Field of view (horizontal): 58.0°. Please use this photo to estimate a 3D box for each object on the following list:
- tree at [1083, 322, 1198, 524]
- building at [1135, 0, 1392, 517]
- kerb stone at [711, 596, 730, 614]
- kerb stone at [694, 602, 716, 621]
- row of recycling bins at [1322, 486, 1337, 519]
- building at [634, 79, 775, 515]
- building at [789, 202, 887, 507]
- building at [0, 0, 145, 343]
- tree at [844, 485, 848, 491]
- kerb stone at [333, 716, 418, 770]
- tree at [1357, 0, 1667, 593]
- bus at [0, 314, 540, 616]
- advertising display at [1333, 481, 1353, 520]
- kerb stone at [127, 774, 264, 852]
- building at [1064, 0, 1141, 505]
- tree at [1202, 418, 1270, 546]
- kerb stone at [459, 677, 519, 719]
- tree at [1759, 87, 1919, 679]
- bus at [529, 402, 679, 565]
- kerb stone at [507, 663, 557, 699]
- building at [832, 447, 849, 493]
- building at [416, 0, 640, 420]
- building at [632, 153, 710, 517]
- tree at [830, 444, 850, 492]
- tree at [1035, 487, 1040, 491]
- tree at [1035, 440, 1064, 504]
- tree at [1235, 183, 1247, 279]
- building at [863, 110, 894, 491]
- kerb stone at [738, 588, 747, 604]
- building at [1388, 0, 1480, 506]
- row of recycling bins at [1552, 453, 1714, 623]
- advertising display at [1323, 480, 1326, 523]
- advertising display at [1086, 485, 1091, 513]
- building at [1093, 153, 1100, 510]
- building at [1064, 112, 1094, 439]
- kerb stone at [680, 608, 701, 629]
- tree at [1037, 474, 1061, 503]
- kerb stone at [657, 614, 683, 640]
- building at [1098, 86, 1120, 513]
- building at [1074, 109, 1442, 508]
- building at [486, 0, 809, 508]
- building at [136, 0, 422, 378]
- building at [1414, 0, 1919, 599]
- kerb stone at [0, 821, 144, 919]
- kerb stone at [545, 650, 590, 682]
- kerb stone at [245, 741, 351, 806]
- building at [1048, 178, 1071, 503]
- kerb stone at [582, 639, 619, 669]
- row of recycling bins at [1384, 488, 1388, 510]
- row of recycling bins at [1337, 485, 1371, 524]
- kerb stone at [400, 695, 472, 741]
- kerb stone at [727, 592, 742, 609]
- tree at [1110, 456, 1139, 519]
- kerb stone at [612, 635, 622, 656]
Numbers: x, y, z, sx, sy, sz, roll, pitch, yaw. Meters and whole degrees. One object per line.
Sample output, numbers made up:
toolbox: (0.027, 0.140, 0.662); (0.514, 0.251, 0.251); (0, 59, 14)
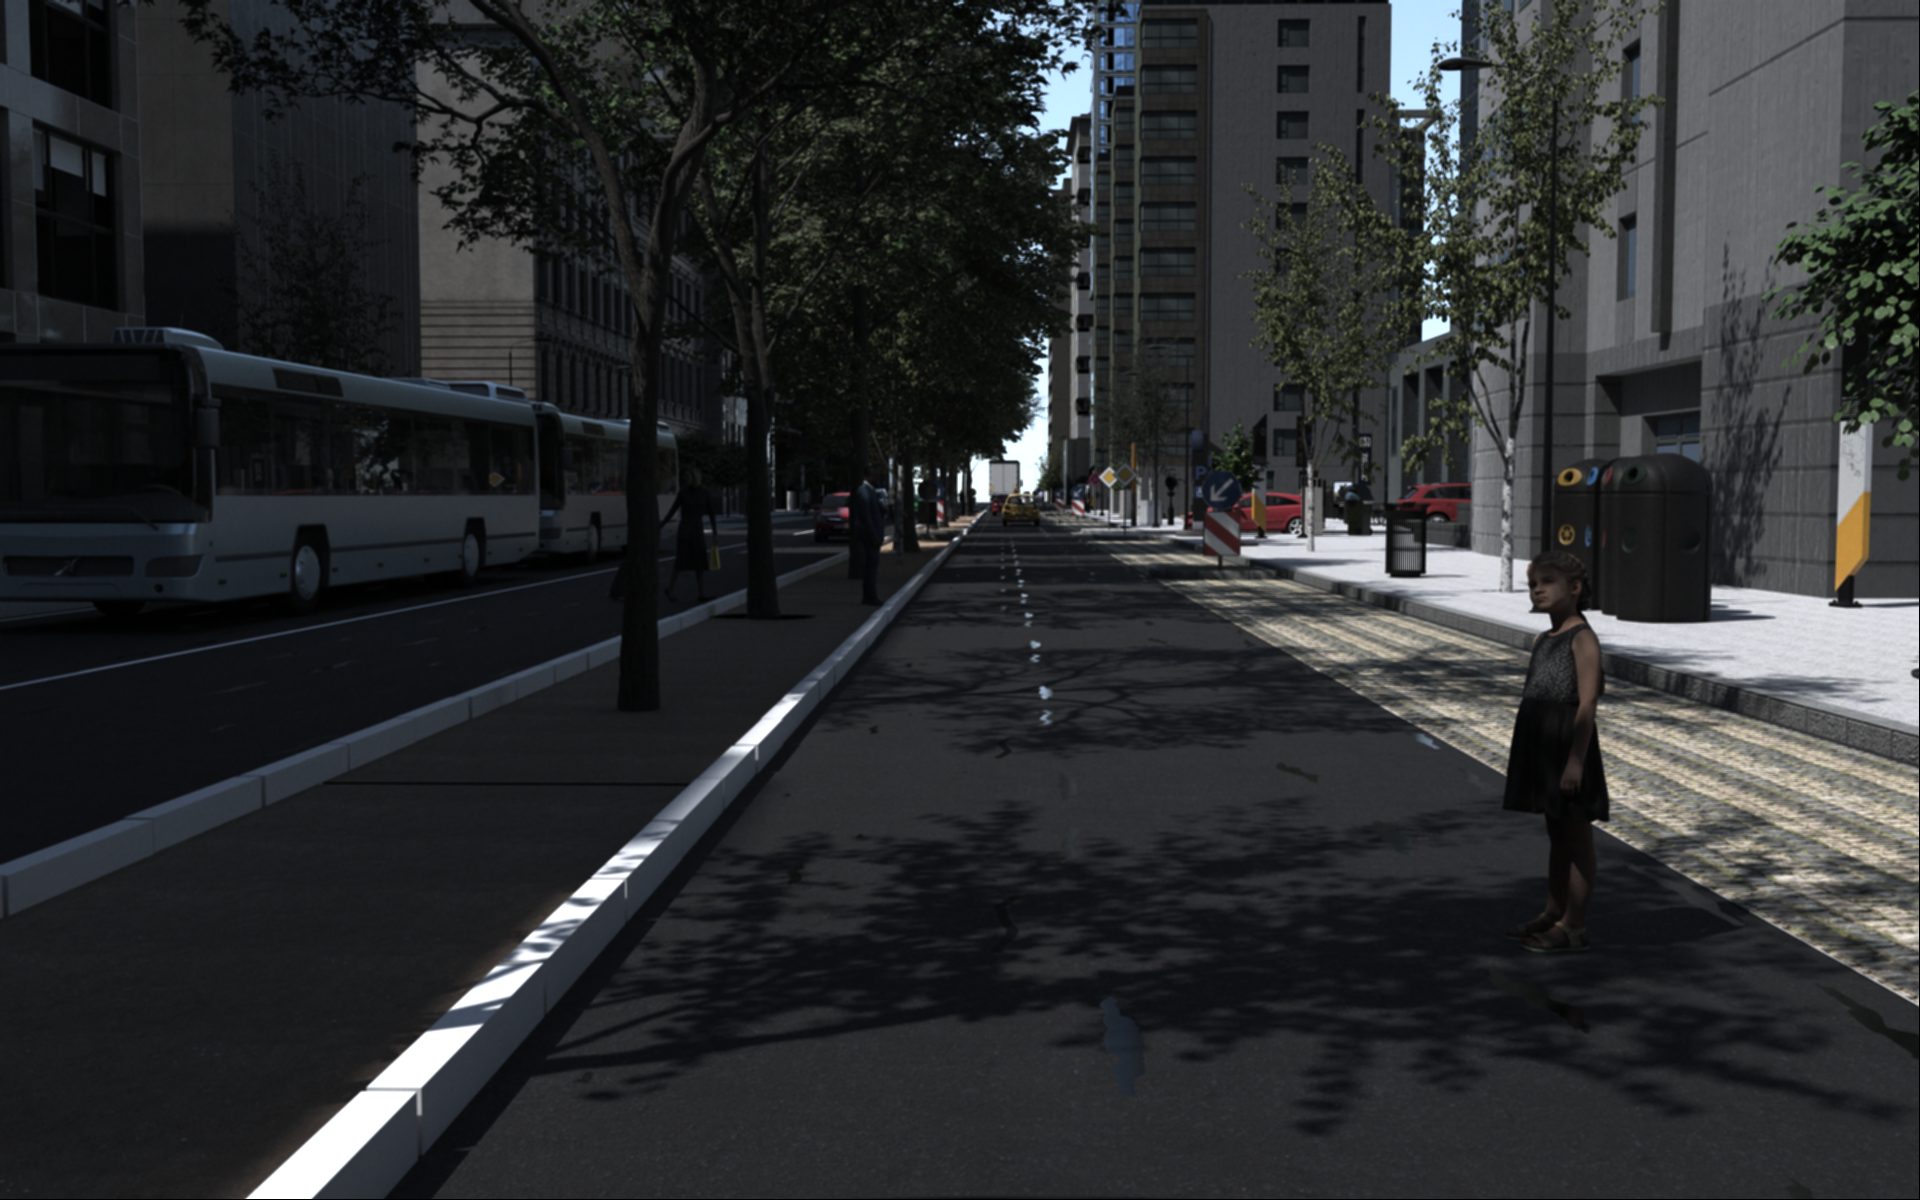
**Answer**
tree: (7.620, -7.581, 74.317); (4.360, 8.622, 3.978); (0, 3, 0)
building: (17.303, -20.316, 103.861); (14.160, 30.474, 14.107); (0, 4, 1)
kerb stone: (-2.915, 0.092, 20.696); (0.120, 0.150, 1.000); (0, 4, 1)
kerb stone: (-2.943, 0.155, 19.671); (0.120, 0.150, 1.000); (0, 4, 1)
row of recycling bins: (19.784, -5.216, 92.388); (1.069, 1.692, 3.534); (0, 4, -1)
building: (-19.632, -19.483, 115.809); (12.463, 27.353, 25.104); (0, 4, 1)
building: (-21.669, -35.650, 237.495); (22.147, 44.769, 28.867); (0, 4, 1)
building: (-25.669, -12.936, 16.015); (19.350, 26.468, 34.151); (0, 4, 1)
tree: (-11.251, -11.911, 189.339); (1.663, 3.219, 1.824); (0, 3, 0)
kerb stone: (-3.191, 0.782, 9.415); (0.120, 0.150, 1.000); (0, 4, 1)
tree: (6.985, -4.414, 22.532); (4.737, 8.622, 4.395); (0, 3, 0)
bus: (-8.783, -1.733, 23.197); (2.948, 3.499, 13.247); (0, 4, 2)
advertising display: (19.000, -4.936, 85.921); (0.974, 1.923, 0.123); (1, 4, 22)
kerb stone: (-3.242, 0.907, 7.364); (0.120, 0.150, 1.000); (0, 4, 1)
building: (23.473, -53.896, 193.865); (22.319, 86.520, 31.000); (0, 4, 1)
tree: (7.071, -2.980, 43.321); (1.663, 3.219, 1.824); (0, 3, 0)
kerb stone: (-3.137, 0.656, 11.467); (0.120, 0.150, 1.000); (0, 4, 1)
tree: (7.343, -1.721, 11.846); (4.285, 4.588, 4.351); (0, 3, 0)
bus: (-8.588, -2.623, 37.743); (2.948, 3.499, 13.247); (0, 4, 1)
kerb stone: (-3.114, 0.594, 12.489); (0.120, 0.150, 1.000); (0, 4, 1)
building: (-18.947, -26.327, 202.144); (14.160, 30.474, 14.107); (0, 4, 1)
building: (-20.204, -13.700, 73.145); (9.793, 20.994, 18.267); (0, 4, 1)
building: (-20.469, -15.702, 92.883); (11.583, 22.565, 21.152); (0, 4, 1)
tree: (-10.527, -13.301, 167.840); (4.360, 8.622, 3.978); (0, 3, 0)
tree: (13.304, -18.034, 289.460); (1.663, 3.219, 1.824); (0, 3, 0)
tree: (12.138, -17.176, 231.183); (4.737, 8.622, 4.395); (0, 3, 0)
tree: (7.940, -5.373, 38.211); (4.737, 8.622, 4.395); (0, 3, 0)
building: (-21.091, -58.313, 266.093); (22.319, 86.520, 31.000); (0, 4, 1)
kerb stone: (-2.868, -0.033, 22.742); (0.120, 0.150, 1.000); (0, 4, 1)
building: (35.024, -46.502, 72.979); (31.000, 86.520, 22.319); (0, 4, 1)
row of recycling bins: (7.294, -0.719, 18.861); (1.069, 1.692, 3.534); (0, 4, 6)
advertising display: (16.293, -4.419, 77.463); (0.123, 1.923, 0.974); (1, 4, 12)
advertising display: (8.700, -6.865, 117.449); (0.123, 1.923, 0.974); (-1, 4, -11)
building: (18.418, -23.090, 149.224); (14.160, 30.474, 14.107); (0, 4, 1)
building: (28.999, -39.540, 235.715); (28.713, 52.752, 27.495); (0, 4, 1)
kerb stone: (-2.965, 0.223, 18.647); (0.120, 0.150, 1.000); (0, 4, 1)
tree: (12.231, -15.540, 237.784); (4.285, 4.588, 4.351); (0, 3, 0)
kerb stone: (-2.995, 0.280, 17.621); (0.120, 0.150, 1.000); (0, 4, 1)
building: (17.809, -21.665, 125.921); (14.160, 30.474, 14.107); (0, 4, 1)
building: (27.495, -29.104, 167.729); (32.217, 40.220, 23.993); (0, 4, 1)
building: (-27.805, -34.385, 151.439); (28.713, 52.752, 27.495); (0, 4, 1)
building: (-31.163, -13.899, 46.318); (30.058, 24.678, 14.314); (0, 4, 1)
building: (21.475, -30.044, 33.218); (21.231, 58.520, 28.212); (0, 4, 1)
kerb stone: (-3.256, 0.973, 6.339); (0.120, 0.150, 1.000); (0, 4, 1)
kerb stone: (-3.089, 0.531, 13.518); (0.120, 0.150, 1.000); (0, 4, 1)
kerb stone: (-3.213, 0.845, 8.393); (0.120, 0.150, 1.000); (0, 4, 1)
building: (24.202, -38.946, 260.468); (21.300, 48.544, 21.600); (0, 4, 1)
kerb stone: (-3.056, 0.468, 14.539); (0.120, 0.150, 1.000); (0, 4, 1)
row of recycling bins: (30.179, -7.051, 122.392); (1.069, 1.692, 3.534); (1, 4, 10)
row of recycling bins: (17.004, -4.114, 74.382); (1.069, 1.692, 3.534); (0, 4, 8)
kerb stone: (-3.175, 0.719, 10.445); (0.120, 0.150, 1.000); (0, 4, 1)
kerb stone: (-2.899, 0.030, 21.720); (0.120, 0.150, 1.000); (0, 4, 1)
tree: (8.319, -5.762, 88.817); (1.663, 3.219, 1.824); (0, 3, 0)
kerb stone: (-3.043, 0.410, 15.562); (0.120, 0.150, 1.000); (0, 4, 1)
